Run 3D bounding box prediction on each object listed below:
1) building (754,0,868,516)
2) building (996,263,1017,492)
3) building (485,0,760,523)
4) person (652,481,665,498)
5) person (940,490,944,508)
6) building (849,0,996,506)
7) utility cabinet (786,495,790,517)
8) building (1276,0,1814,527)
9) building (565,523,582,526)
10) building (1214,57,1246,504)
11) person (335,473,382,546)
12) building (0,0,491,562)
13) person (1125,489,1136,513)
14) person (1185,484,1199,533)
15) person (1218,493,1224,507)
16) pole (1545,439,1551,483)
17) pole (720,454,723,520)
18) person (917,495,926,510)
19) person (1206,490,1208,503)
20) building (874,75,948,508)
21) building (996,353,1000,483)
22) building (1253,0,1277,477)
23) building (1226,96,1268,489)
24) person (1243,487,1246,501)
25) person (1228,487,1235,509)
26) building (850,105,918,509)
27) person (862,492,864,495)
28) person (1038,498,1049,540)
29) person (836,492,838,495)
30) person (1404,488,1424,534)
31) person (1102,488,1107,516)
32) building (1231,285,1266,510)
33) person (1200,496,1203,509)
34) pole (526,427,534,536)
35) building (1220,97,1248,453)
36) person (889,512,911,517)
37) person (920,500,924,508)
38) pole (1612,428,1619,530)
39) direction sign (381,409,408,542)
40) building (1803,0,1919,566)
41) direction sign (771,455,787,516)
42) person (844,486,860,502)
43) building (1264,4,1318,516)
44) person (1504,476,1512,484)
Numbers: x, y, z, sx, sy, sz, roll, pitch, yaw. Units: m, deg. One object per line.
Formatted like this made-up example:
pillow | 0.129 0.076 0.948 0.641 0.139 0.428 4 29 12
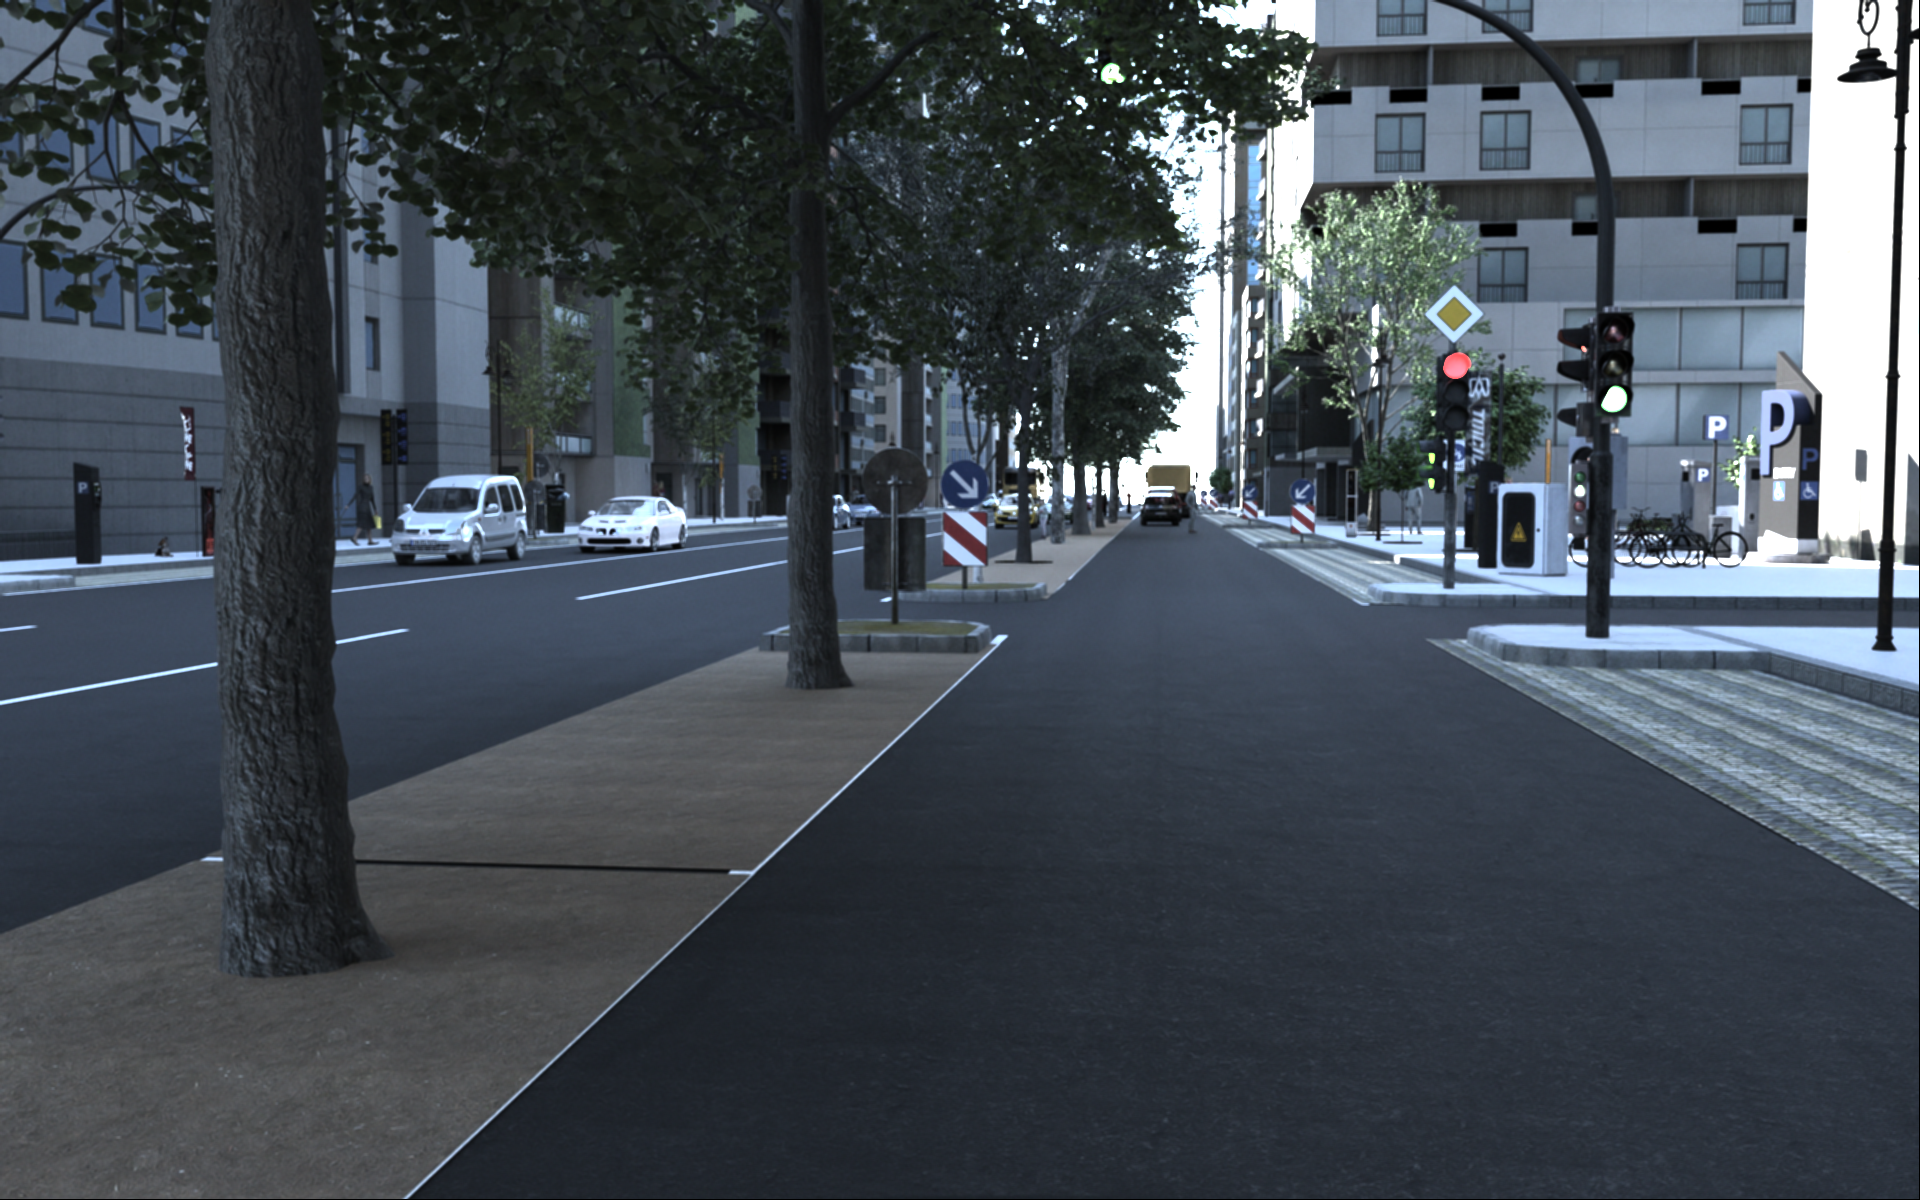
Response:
building | -18.367 -28.210 115.860 22.147 44.769 28.867 0 4 7
building | 0.690 -36.536 247.479 14.600 45.320 14.200 0 4 7
building | -19.133 -24.951 91.546 14.154 41.232 14.086 0 4 7
person | -12.903 -4.168 74.164 0.580 1.828 0.573 0 4 -1
person | -1.679 -9.271 158.537 0.530 1.710 0.541 1 4 12
building | -7.649 -40.190 199.105 21.231 58.520 28.212 0 4 7
utility cabinet | -9.148 -5.211 96.362 1.020 1.237 0.306 -1 4 -9
building | 28.798 -29.924 78.497 28.713 52.752 27.495 0 4 7
building | -21.453 -23.610 69.623 14.154 41.232 14.086 0 4 7
building | 46.066 -42.697 240.098 21.231 58.520 28.212 0 4 7
person | -15.197 -2.257 43.158 1.509 1.804 0.699 -2 4 -27
building | -26.871 -30.485 40.432 21.231 58.520 28.212 0 4 7
person | 12.594 -7.354 128.673 0.705 1.831 1.348 -2 4 -30
person | 8.672 -3.426 64.617 0.391 1.810 0.635 2 4 31
person | 25.678 -9.876 170.751 0.697 1.427 0.421 -1 4 -13
pole | 21.891 -4.323 64.522 0.158 3.312 0.155 0 3 0
pole | -11.893 -5.662 86.425 0.158 3.312 0.155 0 3 0
person | -3.169 -8.225 141.461 0.756 1.711 0.436 2 4 33
person | 35.777 -14.973 250.858 0.705 1.824 1.348 0 4 0
building | -8.939 -29.230 161.504 14.154 41.232 14.086 0 4 7
building | -9.187 -39.034 227.444 28.713 52.752 27.495 0 4 7
building | 33.081 -28.823 125.879 22.147 44.769 28.867 0 4 7
building | 37.014 -33.170 192.437 14.600 45.320 14.200 0 4 7
person | 21.843 -7.771 133.113 0.705 1.823 1.348 1 4 13
person | 22.673 -8.516 145.152 0.599 1.838 0.709 -3 5 -45
building | -20.243 -27.625 143.547 32.217 40.220 23.993 0 4 7
person | -6.264 -6.624 114.800 0.683 1.767 0.568 -2 4 -33
person | 2.592 -2.533 54.190 0.425 1.301 0.394 2 4 31
person | -7.696 -6.039 108.038 1.065 1.426 0.557 0 4 7
person | 14.503 -3.010 55.362 0.635 1.810 0.391 2 4 26
person | 9.215 -6.234 110.557 0.705 1.807 1.348 1 4 12
building | 39.108 -19.020 156.013 27.650 21.520 28.899 0 4 7
person | 21.214 -8.536 151.280 0.599 1.433 0.991 1 4 21
pole | -13.101 -3.606 52.793 0.158 3.312 0.155 0 3 0
building | 46.437 -38.104 212.245 28.713 52.752 27.495 0 4 7
person | -1.200 -1.601 35.430 0.466 1.731 0.760 -1 4 -20
person | -3.269 -8.611 147.496 0.551 1.740 0.621 0 4 0
pole | 20.359 -3.673 53.902 0.158 3.312 0.155 0 3 0
direction sign | -15.117 -3.325 46.355 0.876 3.537 0.379 2 4 23
building | 27.759 -24.841 29.859 21.600 48.544 21.300 0 4 7
direction sign | -10.385 -6.570 99.418 0.876 3.537 0.379 0 4 -4
person | -6.920 -6.534 112.872 1.348 1.824 0.705 2 4 29
building | 25.666 -20.420 105.575 14.160 30.474 14.107 0 4 7
person | 16.219 -2.772 51.340 0.573 1.828 0.580 0 4 7
